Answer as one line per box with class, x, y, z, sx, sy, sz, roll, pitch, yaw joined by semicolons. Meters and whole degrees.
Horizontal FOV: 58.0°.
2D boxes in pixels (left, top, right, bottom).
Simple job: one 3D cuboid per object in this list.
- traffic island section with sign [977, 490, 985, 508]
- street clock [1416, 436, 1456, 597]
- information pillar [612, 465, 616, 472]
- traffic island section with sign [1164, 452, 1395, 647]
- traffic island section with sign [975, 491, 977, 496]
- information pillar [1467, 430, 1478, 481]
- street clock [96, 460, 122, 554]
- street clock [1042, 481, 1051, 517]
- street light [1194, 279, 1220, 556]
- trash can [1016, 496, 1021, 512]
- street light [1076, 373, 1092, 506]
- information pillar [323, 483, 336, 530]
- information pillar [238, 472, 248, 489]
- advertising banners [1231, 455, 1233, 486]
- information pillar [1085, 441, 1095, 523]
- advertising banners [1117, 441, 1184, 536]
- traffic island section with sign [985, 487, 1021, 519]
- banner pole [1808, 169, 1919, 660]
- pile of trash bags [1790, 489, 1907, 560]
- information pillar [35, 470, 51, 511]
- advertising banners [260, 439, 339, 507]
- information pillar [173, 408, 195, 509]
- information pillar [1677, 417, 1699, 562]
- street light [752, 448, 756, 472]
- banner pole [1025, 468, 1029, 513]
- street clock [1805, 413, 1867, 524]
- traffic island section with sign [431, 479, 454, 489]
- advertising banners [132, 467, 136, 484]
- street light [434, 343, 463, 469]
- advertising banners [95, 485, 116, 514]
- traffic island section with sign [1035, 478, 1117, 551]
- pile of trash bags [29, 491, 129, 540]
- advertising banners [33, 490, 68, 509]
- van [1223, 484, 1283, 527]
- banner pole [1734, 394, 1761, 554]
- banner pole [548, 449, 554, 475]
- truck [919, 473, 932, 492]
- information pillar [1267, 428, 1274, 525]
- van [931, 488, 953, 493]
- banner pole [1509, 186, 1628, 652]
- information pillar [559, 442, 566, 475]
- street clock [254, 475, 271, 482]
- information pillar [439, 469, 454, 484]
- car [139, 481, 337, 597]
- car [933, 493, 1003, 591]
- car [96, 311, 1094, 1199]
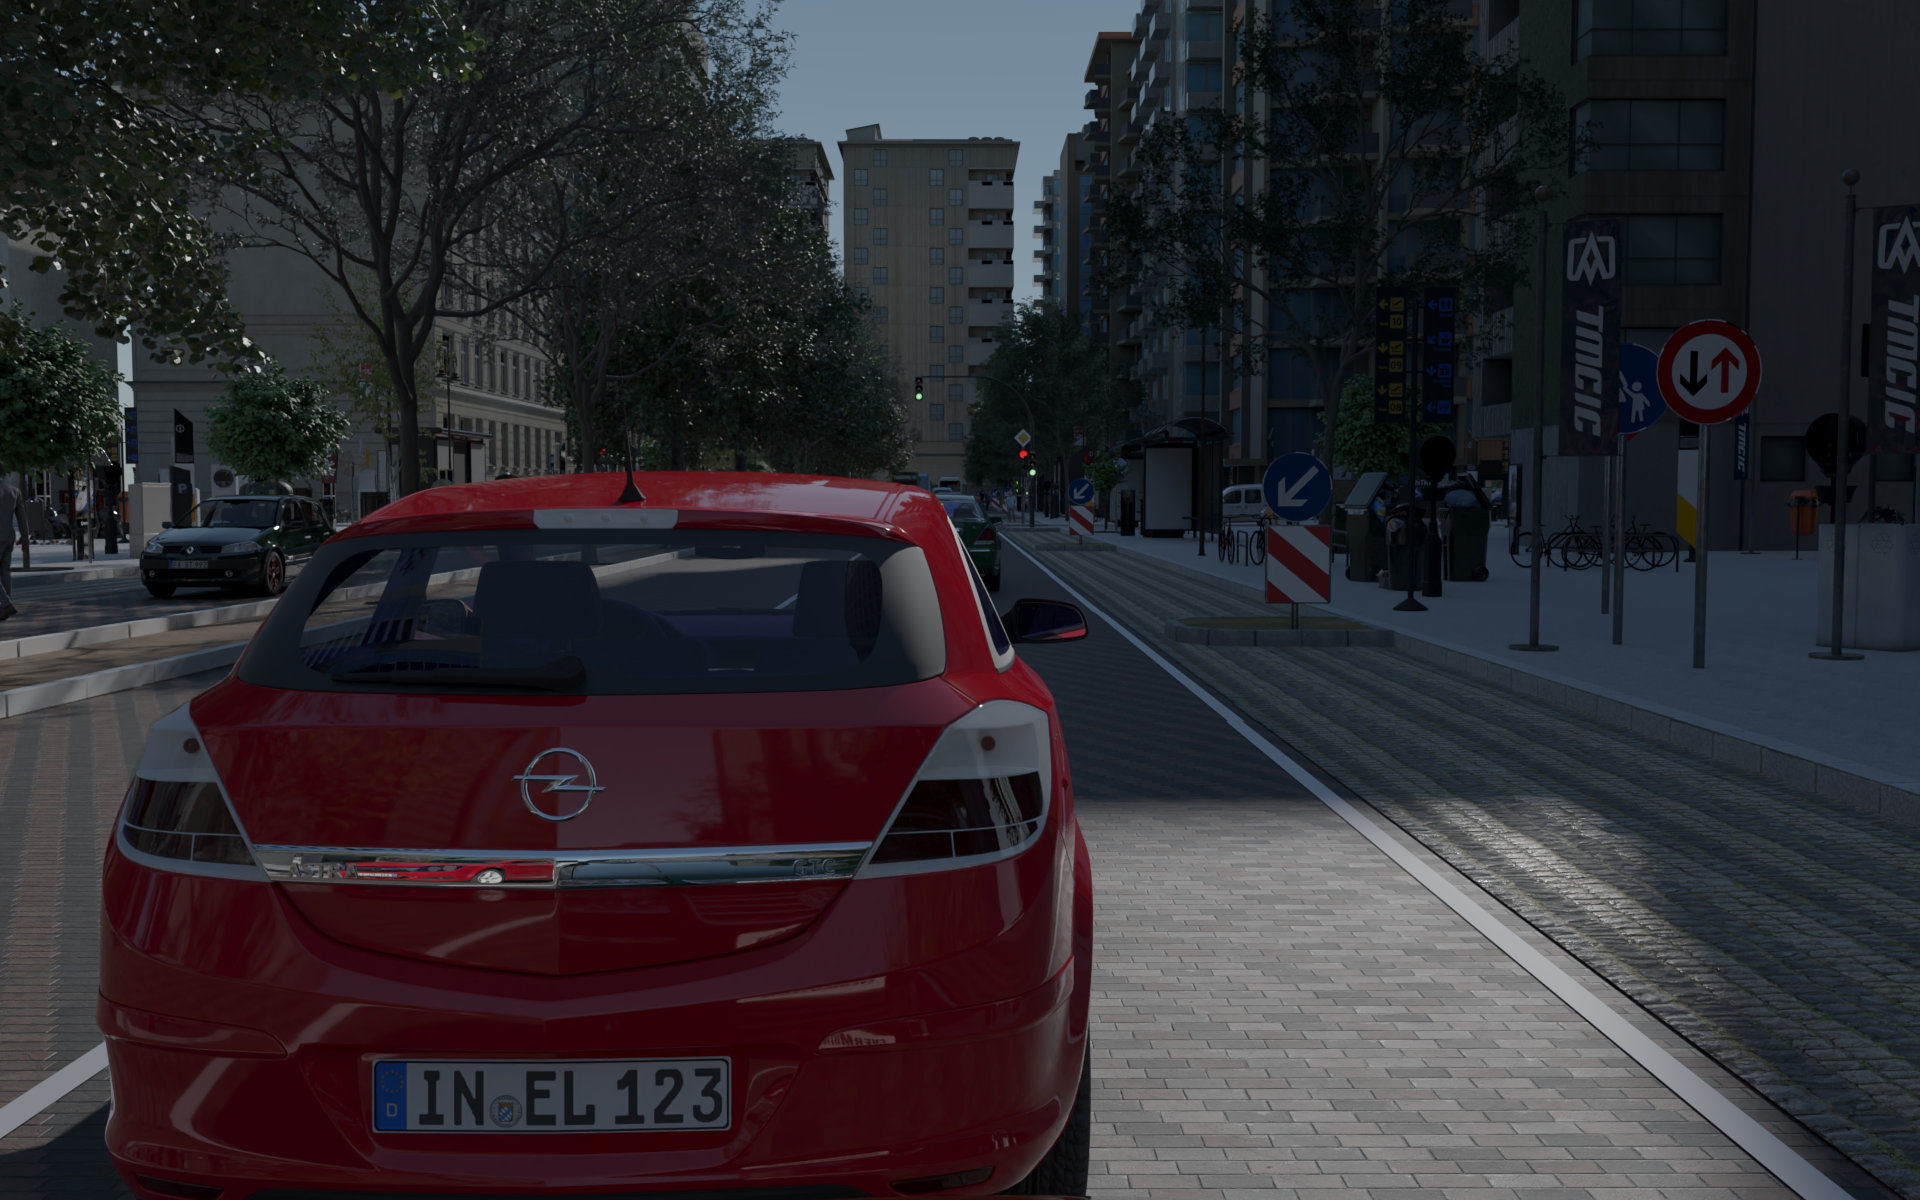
traffic island section with sign;2.463;-7.225;126.762;1.989;1.847;2.006;0;4;0
street clock;5.898;-1.040;21.582;0.471;2.002;0.358;-1;4;-9
information pillar;-18.852;-6.289;94.179;0.183;3.616;0.504;1;4;23
traffic island section with sign;3.066;-0.517;17.089;1.989;1.847;2.006;0;4;0
traffic island section with sign;2.184;-10.294;176.935;1.989;1.847;2.006;0;4;0
information pillar;18.655;-4.390;63.133;0.183;3.616;0.504;-2;4;-24
street clock;-18.198;-1.989;37.087;0.358;2.002;0.471;1;4;22
street clock;4.768;-5.542;95.174;0.471;2.002;0.358;-1;4;-22
street light;5.026;-3.856;35.830;0.468;5.910;1.993;0;4;0
trash can;4.461;-7.041;126.768;0.748;1.137;0.748;0;3;0
street light;4.725;-5.712;66.183;0.468;5.910;1.993;0;4;0
information pillar;-20.694;-3.201;56.828;0.304;2.012;0.304;0;4;3
information pillar;-31.244;-5.156;75.653;0.504;3.616;0.183;-2;4;-25
advertising banners;12.231;-4.977;77.562;0.090;3.025;2.074;1;4;13
information pillar;5.762;-5.245;77.105;0.504;3.616;0.183;2;4;27
advertising banners;5.847;-3.472;52.959;2.074;3.025;0.090;0;4;-8
traffic island section with sign;2.607;-5.545;99.292;1.989;1.847;2.006;0;4;0
banner pole;7.051;-1.425;13.312;0.863;3.779;0.401;2;4;32
pile of trash bags;17.448;-1.414;32.879;1.912;1.369;3.447;-3;5;-41
information pillar;-26.931;-2.837;50.882;0.304;2.012;0.304;0;4;-1
advertising banners;-16.644;-2.911;43.776;2.074;3.025;0.090;0;4;1
information pillar;-21.117;-3.412;47.141;0.504;3.616;0.183;-3;4;-38
information pillar;13.753;-2.518;32.519;0.504;3.616;0.183;3;5;44
street light;-16.083;-10.002;136.313;0.468;5.910;1.993;0;4;0
banner pole;4.554;-7.766;116.997;0.401;3.779;0.863;-2;4;-23
street clock;7.854;-0.672;15.558;0.358;2.002;0.471;-3;5;-41
traffic island section with sign;-13.301;-2.176;44.204;1.989;1.847;2.006;0;4;0
advertising banners;-53.209;-7.130;112.759;0.090;3.025;2.074;1;4;10
street light;-15.662;-4.914;53.136;0.468;5.910;1.993;0;4;0
advertising banners;-27.766;-3.647;55.809;0.090;3.025;2.074;0;4;8
traffic island section with sign;2.918;-2.166;44.044;1.989;1.847;2.006;0;4;0
pile of trash bags;-24.969;-2.459;49.962;1.912;1.369;3.447;1;4;12
advertising banners;-32.860;-4.123;63.604;2.074;3.025;0.090;-2;4;-32
van;11.316;-3.940;71.426;4.112;2.044;2.013;0;4;0
banner pole;16.893;-2.887;37.216;0.401;3.779;0.863;-1;4;-13
banner pole;-22.582;-6.462;95.666;0.401;3.779;0.863;1;4;14
truck;-5.202;-13.709;213.898;2.967;4.110;18.799;0;4;1
information pillar;11.015;-4.288;61.469;0.183;3.616;0.504;2;4;27
van;-1.190;-6.448;112.434;2.013;2.044;4.112;0;4;-2
banner pole;4.934;-1.471;14.060;0.863;3.779;0.401;2;4;31
information pillar;-17.966;-5.322;78.371;0.183;3.616;0.504;1;4;10
street clock;-19.613;-2.705;48.800;0.471;2.002;0.358;-1;4;-13
information pillar;-15.168;-2.855;51.170;0.304;2.012;0.304;2;4;24
car;-10.457;-0.956;25.417;2.009;1.686;4.222;0;4;-1
car;-0.358;-0.936;27.095;2.131;1.459;4.920;0;4;-2
car;-0.671;0.257;4.841;2.155;1.783;4.494;0;4;-1
